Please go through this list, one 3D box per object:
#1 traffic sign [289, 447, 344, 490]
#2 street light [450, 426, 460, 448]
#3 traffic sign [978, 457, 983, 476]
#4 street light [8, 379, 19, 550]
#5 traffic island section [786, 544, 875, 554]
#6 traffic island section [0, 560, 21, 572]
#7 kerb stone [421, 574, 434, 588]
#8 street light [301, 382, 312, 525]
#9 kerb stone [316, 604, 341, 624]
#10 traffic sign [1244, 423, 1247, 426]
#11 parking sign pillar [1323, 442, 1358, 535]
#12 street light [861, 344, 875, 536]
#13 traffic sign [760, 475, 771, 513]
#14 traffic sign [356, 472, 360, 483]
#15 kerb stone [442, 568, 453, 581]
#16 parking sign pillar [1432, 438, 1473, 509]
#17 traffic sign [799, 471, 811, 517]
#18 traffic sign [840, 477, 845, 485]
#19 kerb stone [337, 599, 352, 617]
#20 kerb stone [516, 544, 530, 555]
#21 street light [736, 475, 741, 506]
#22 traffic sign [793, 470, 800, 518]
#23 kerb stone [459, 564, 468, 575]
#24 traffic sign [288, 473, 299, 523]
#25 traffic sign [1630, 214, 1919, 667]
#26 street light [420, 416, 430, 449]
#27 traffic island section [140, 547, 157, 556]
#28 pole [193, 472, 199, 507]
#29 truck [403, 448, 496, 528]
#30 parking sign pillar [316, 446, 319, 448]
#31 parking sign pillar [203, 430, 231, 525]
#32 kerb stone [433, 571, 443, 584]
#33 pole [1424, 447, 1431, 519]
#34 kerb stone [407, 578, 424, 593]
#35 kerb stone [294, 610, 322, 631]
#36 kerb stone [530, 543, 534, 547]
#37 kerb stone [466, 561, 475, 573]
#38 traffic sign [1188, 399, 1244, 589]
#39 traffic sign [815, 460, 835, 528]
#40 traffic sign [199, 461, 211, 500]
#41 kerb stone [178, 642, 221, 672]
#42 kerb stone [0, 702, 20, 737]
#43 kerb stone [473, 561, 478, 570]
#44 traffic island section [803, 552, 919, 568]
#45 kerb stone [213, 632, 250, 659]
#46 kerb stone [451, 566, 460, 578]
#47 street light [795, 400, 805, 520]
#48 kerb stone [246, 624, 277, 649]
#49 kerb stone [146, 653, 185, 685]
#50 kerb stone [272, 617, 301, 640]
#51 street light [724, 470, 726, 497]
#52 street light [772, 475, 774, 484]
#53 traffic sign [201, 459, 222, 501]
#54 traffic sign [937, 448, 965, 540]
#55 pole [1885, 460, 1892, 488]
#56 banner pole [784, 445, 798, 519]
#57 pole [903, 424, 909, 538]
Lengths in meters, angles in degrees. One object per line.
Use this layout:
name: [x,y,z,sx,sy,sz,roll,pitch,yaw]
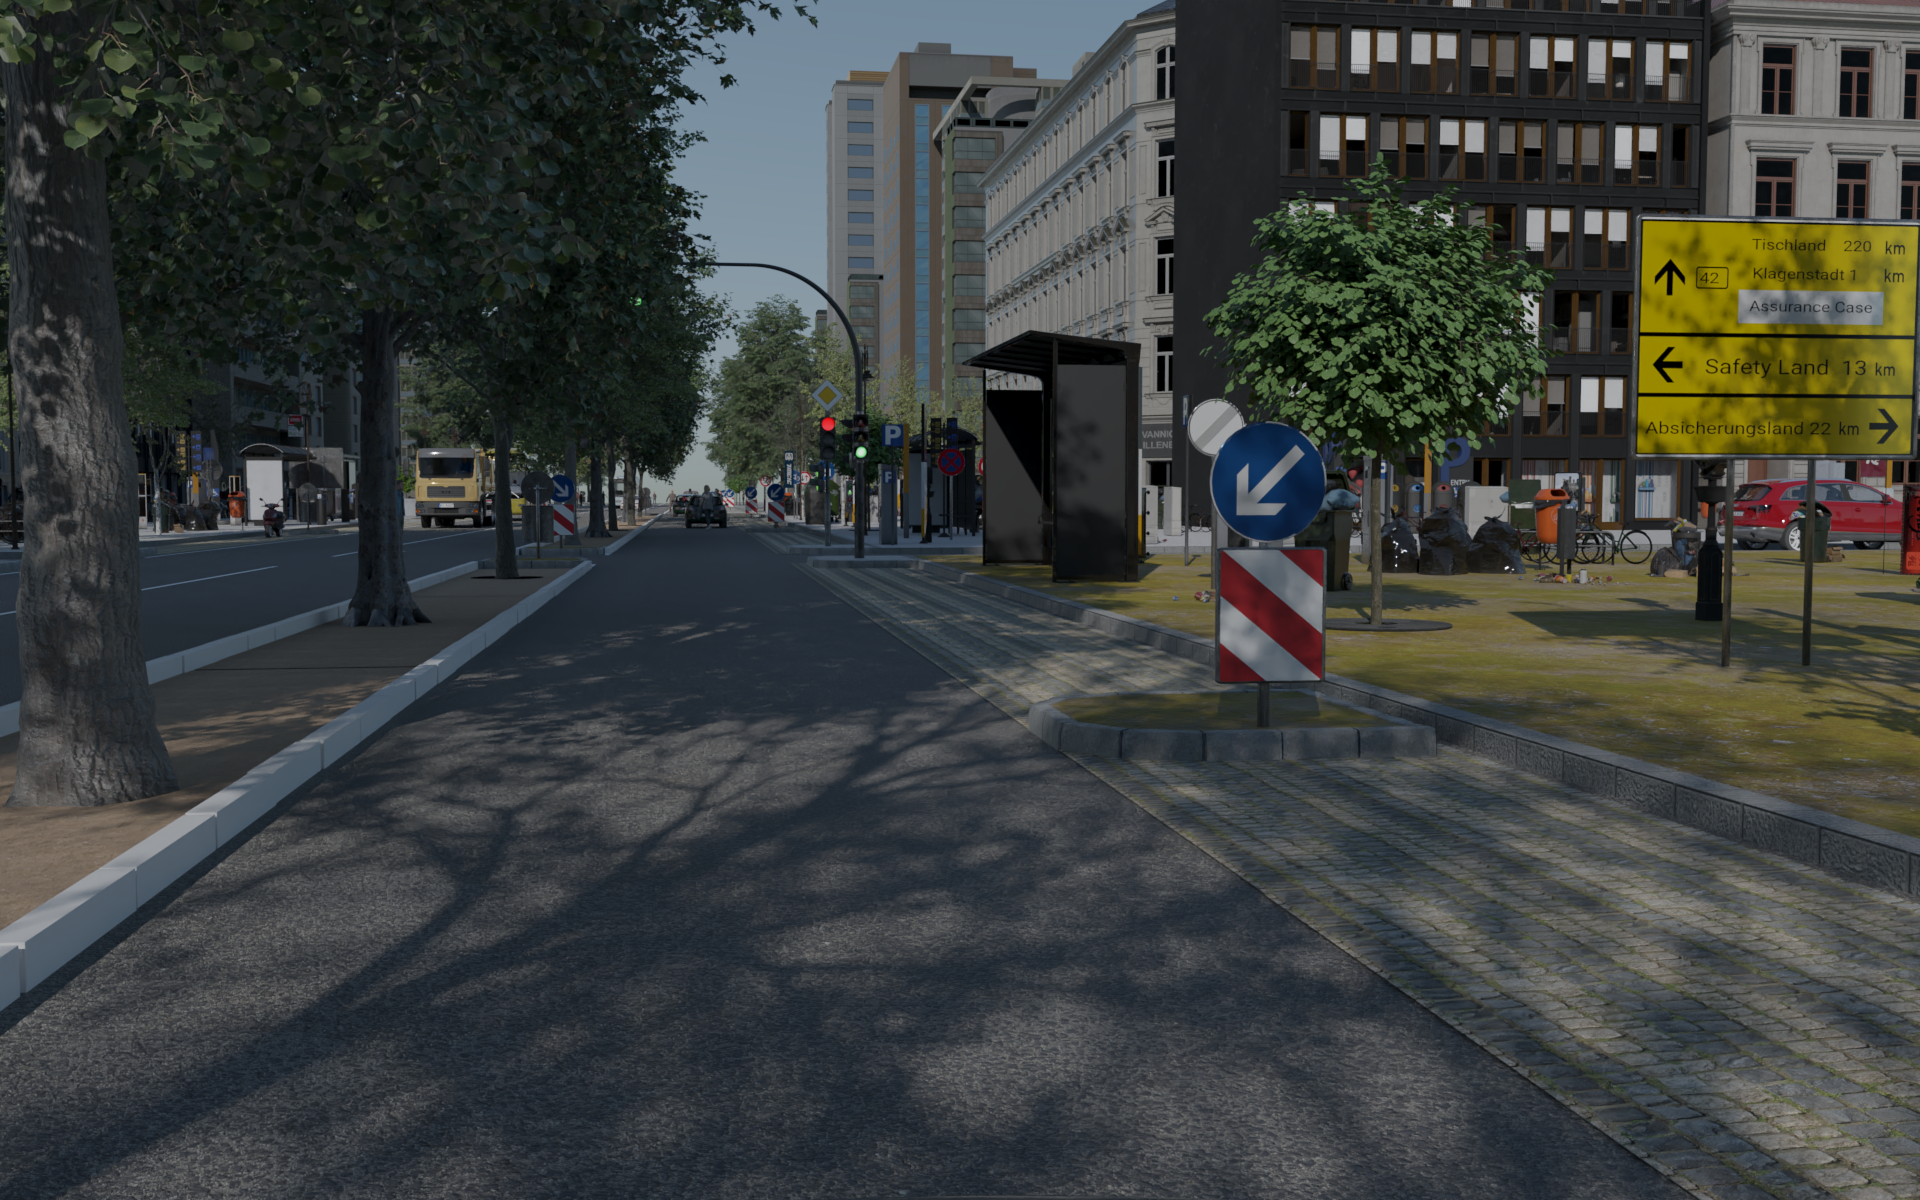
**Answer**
traffic sign: [-28.146,-5.007,75.733,2.265,3.308,0.079,-1,4,-8]
street light: [-33.748,-8.743,115.743,0.468,5.910,1.993,-1,4,-9]
traffic sign: [0.965,-3.433,56.236,0.768,2.556,0.104,0,4,1]
street light: [-21.870,-4.106,39.918,0.468,5.910,1.993,-1,4,-9]
traffic island section: [-3.223,-1.240,42.551,2.009,0.180,2.903,-1,4,-9]
traffic island section: [-18.642,-0.600,32.092,2.009,0.180,2.903,-1,4,-9]
kerb stone: [-8.196,-0.258,26.419,0.120,0.150,1.000,-1,4,-9]
street light: [-26.850,-6.026,71.320,0.468,5.910,1.993,-1,4,-9]
kerb stone: [-7.105,0.175,19.333,0.120,0.150,1.000,-1,4,-9]
traffic sign: [4.755,-1.836,30.125,0.768,2.556,0.104,0,4,-7]
parking sign pillar: [11.780,-4.031,54.378,1.447,3.967,1.447,0,4,-3]
street light: [-2.922,-4.928,53.360,0.468,5.910,1.993,-1,4,-9]
traffic sign: [-13.192,-7.186,117.597,0.768,2.556,0.104,0,4,-7]
traffic sign: [-33.741,-5.982,97.919,0.768,2.556,0.104,0,4,-4]
kerb stone: [-8.508,-0.381,28.446,0.120,0.150,1.000,-1,4,-9]
parking sign pillar: [16.653,-4.285,58.524,1.447,3.967,1.447,-1,4,-13]
traffic sign: [-8.628,-5.878,96.206,0.768,2.556,0.104,0,4,-2]
traffic sign: [-6.737,-6.348,103.797,0.884,2.594,0.081,0,4,-5]
kerb stone: [-7.252,0.115,20.345,0.120,0.150,1.000,-1,4,-9]
kerb stone: [-10.635,-1.217,42.122,0.120,0.150,1.000,-1,4,-9]
street light: [-27.116,-14.517,210.138,0.468,5.910,1.993,-1,4,-9]
traffic sign: [-8.790,-5.611,91.840,0.768,2.556,0.104,0,4,-8]
kerb stone: [-8.831,-0.506,30.471,0.120,0.150,1.000,-1,4,-9]
traffic sign: [-29.679,-4.737,77.552,0.768,2.556,0.104,0,4,-1]
traffic sign: [6.017,-1.159,12.821,2.265,3.308,0.079,0,4,-7]
street light: [-31.703,-7.948,102.741,0.468,5.910,1.993,-1,4,-9]
traffic island section: [-19.866,-1.083,39.983,2.009,0.180,2.903,-1,4,-9]
pole: [-29.071,-4.405,65.863,0.158,3.312,0.155,0,3,0]
truck: [-21.819,-4.849,75.201,3.469,3.379,9.791,-1,4,-10]
parking sign pillar: [-35.905,-6.630,96.867,1.447,3.967,1.447,-2,4,-35]
parking sign pillar: [-31.200,-5.124,72.244,1.447,3.967,1.447,-2,4,-30]
kerb stone: [-8.360,-0.320,27.434,0.120,0.150,1.000,-1,4,-9]
pole: [14.542,-3.670,53.840,0.158,3.312,0.155,0,3,0]
kerb stone: [-8.044,-0.191,25.409,0.120,0.150,1.000,-1,4,-9]
kerb stone: [-6.947,0.237,18.323,0.120,0.150,1.000,-1,4,-9]
kerb stone: [-10.790,-1.281,43.132,0.120,0.150,1.000,-1,4,-9]
kerb stone: [-8.987,-0.568,31.486,0.120,0.150,1.000,-1,4,-9]
traffic sign: [3.424,-1.418,23.285,0.768,2.556,0.104,0,4,-4]
traffic sign: [-5.104,-4.001,65.514,0.768,2.556,0.104,0,4,-6]
traffic sign: [-28.037,-3.950,64.685,0.768,2.556,0.104,0,4,0]
kerb stone: [-6.309,0.485,14.271,0.120,0.150,1.000,-1,4,-9]
kerb stone: [-5.688,0.733,10.218,0.120,0.150,1.000,-1,4,-9]
kerb stone: [-9.150,-0.630,32.503,0.120,0.150,1.000,-1,4,-9]
traffic island section: [-1.998,-0.757,34.660,2.009,0.180,2.903,-1,4,-9]
kerb stone: [-6.479,0.424,15.285,0.120,0.150,1.000,-1,4,-9]
kerb stone: [-8.670,-0.441,29.459,0.120,0.150,1.000,-1,4,-9]
street light: [-7.811,-6.854,84.843,0.468,5.910,1.993,-1,4,-9]
kerb stone: [-6.633,0.363,16.303,0.120,0.150,1.000,-1,4,-9]
kerb stone: [-6.160,0.547,13.252,0.120,0.150,1.000,-1,4,-9]
kerb stone: [-6.787,0.302,17.314,0.120,0.150,1.000,-1,4,-9]
street light: [-37.179,-18.448,274.414,0.468,5.910,1.993,-1,4,-9]
street light: [-12.563,-8.776,116.281,0.468,5.910,1.993,-1,4,-9]
traffic sign: [-27.417,-3.875,63.468,0.768,2.556,0.104,0,4,-7]
traffic sign: [-0.244,-2.937,48.127,0.768,2.556,0.104,0,4,-2]
pole: [28.712,-3.653,53.574,0.158,3.312,0.155,0,3,0]
banner pole: [-8.513,-5.989,87.943,0.863,3.779,0.401,-1,4,-13]
pole: [-1.557,-3.444,50.145,0.158,3.312,0.155,0,3,0]
